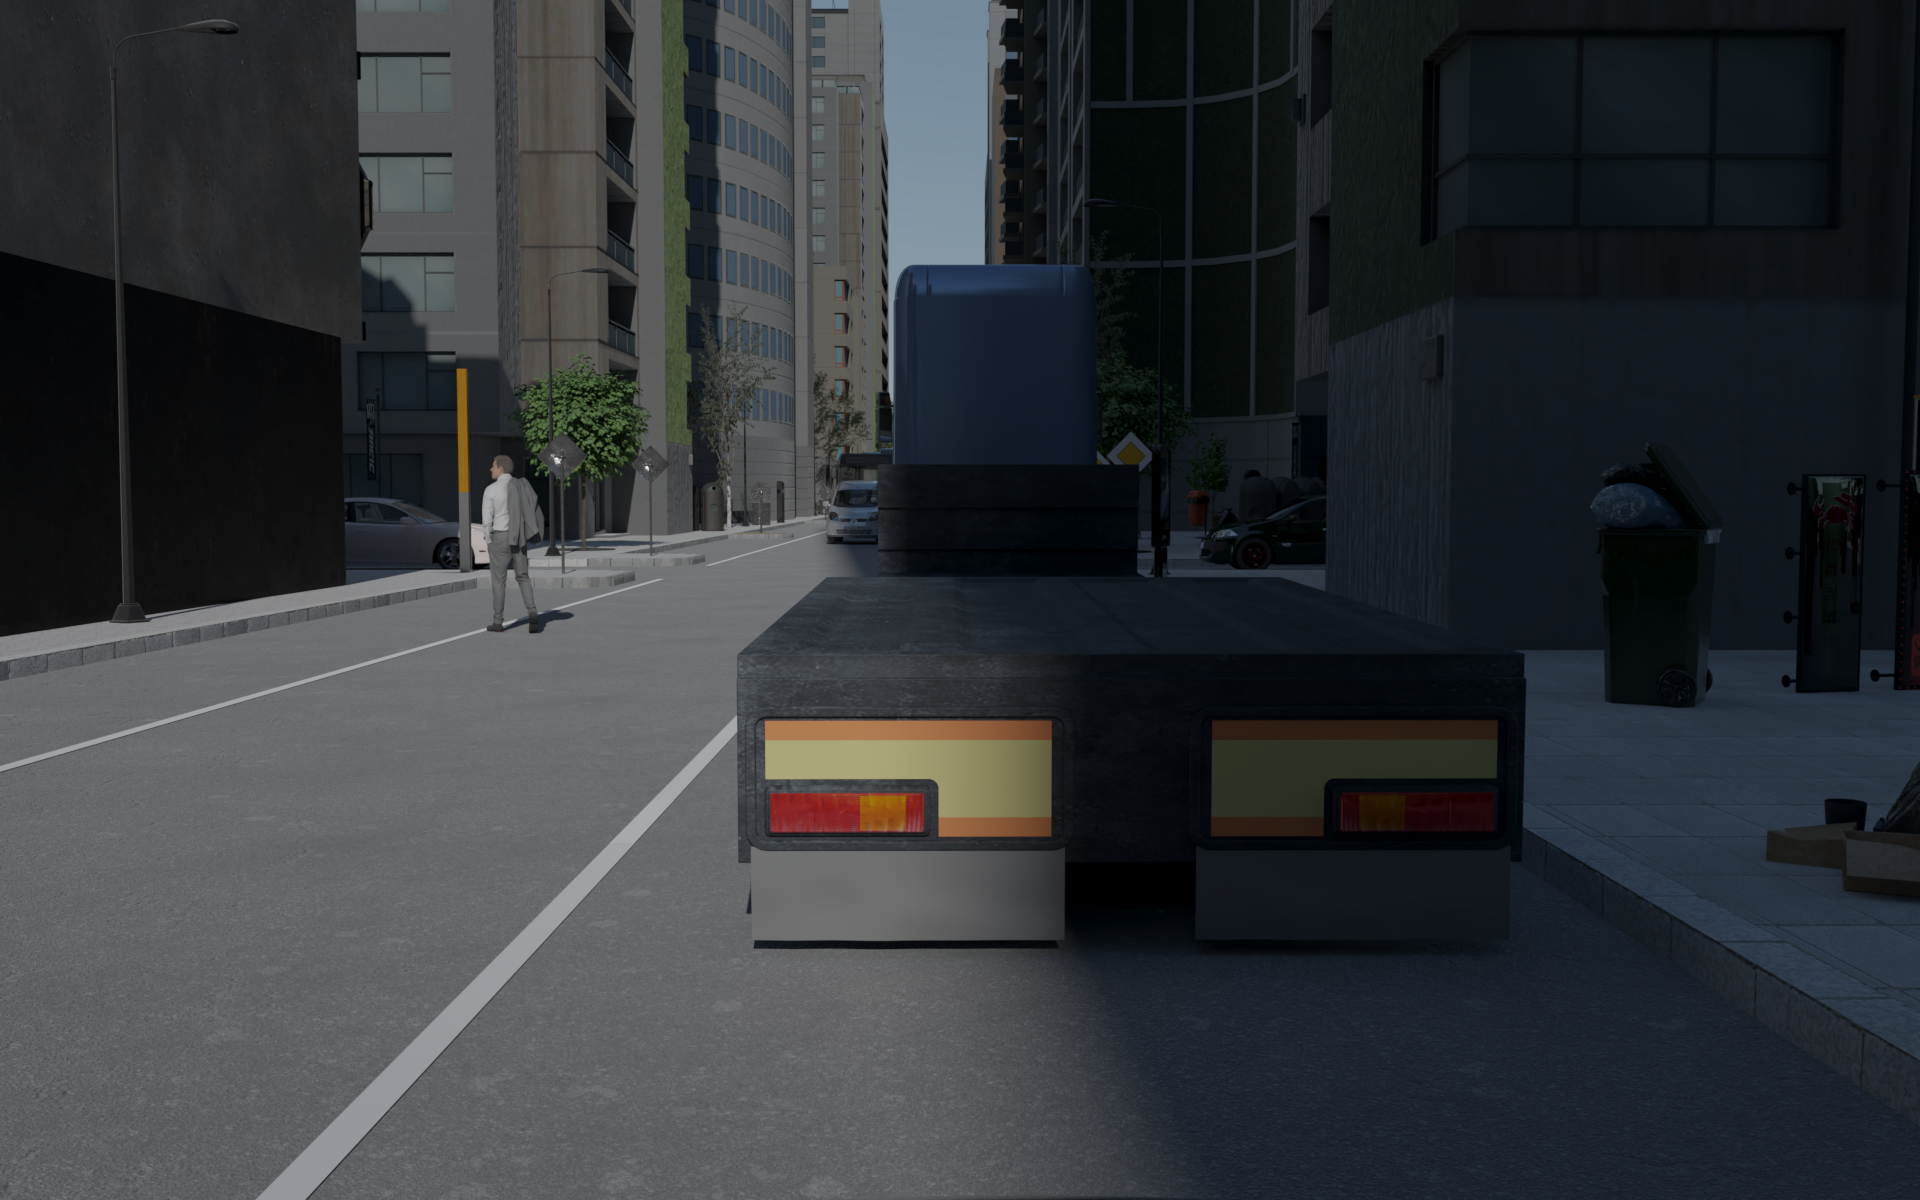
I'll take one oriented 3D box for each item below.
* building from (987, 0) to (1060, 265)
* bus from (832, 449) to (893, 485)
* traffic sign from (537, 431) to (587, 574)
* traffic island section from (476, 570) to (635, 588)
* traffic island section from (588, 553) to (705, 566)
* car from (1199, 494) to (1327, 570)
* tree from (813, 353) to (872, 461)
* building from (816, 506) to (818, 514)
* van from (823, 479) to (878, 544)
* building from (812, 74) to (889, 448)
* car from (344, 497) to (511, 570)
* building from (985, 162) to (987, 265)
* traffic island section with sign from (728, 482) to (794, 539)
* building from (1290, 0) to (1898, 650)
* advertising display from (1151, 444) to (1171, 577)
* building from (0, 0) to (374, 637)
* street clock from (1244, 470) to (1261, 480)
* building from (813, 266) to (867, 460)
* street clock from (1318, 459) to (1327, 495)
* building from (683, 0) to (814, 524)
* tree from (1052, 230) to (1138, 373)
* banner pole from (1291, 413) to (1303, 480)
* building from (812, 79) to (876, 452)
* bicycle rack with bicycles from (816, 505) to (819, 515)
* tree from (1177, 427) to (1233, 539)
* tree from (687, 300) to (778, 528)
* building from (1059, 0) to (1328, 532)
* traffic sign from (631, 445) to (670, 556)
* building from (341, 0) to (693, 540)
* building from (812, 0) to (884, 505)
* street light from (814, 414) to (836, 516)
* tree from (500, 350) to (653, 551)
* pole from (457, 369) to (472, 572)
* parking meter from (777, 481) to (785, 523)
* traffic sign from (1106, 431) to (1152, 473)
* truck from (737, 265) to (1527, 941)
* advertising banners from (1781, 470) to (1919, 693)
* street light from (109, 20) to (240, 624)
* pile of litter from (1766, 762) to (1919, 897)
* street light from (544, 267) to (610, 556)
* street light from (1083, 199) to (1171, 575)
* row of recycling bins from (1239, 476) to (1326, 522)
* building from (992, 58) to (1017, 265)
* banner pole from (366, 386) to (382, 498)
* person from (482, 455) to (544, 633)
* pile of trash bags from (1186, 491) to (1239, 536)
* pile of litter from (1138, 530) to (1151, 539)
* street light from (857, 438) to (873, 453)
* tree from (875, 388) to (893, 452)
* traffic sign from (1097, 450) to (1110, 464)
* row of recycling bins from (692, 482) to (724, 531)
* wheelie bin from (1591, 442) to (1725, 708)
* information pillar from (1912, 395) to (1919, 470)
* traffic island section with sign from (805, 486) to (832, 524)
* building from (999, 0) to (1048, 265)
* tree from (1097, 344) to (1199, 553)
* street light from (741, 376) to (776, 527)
[{"bbox_3d":[13.783,-40.770,208.594,21.231,58.520,28.212,0,3,0],"label":"building"},{"bbox_3d":[-3.285,-4.638,70.685,2.948,3.499,13.247,0,4,0],"label":"bus"},{"bbox_3d":[-6.364,-1.474,27.738,0.795,2.450,0.064,0,3,0],"label":"traffic sign"},{"bbox_3d":[-6.388,-0.338,27.799,2.009,0.180,2.903,0,3,0],"label":"traffic island section"},{"bbox_3d":[-6.401,-0.826,35.784,2.009,0.180,2.903,0,3,0],"label":"traffic island section"},{"bbox_3d":[6.567,-1.367,32.143,4.222,1.686,2.009,0,4,1],"label":"car"},{"bbox_3d":[-9.595,-10.538,106.710,8.767,10.594,7.601,0,4,-7],"label":"tree"},{"bbox_3d":[-18.899,-41.681,119.728,20.563,71.187,20.611,0,3,0],"label":"building"},{"bbox_3d":[-2.965,-2.675,50.745,2.013,2.044,4.112,0,4,1],"label":"van"},{"bbox_3d":[-19.480,-35.520,204.456,21.300,48.544,21.600,0,3,0],"label":"building"},{"bbox_3d":[-10.765,-1.236,32.575,4.827,1.381,2.083,0,4,-2],"label":"car"},{"bbox_3d":[14.133,-37.338,234.181,21.300,48.544,21.600,0,3,0],"label":"building"},{"bbox_3d":[-6.444,-2.916,56.309,1.989,1.847,2.006,0,3,0],"label":"traffic island section with sign"},{"bbox_3d":[11.015,-15.196,20.151,14.160,30.474,14.107,0,3,0],"label":"building"},{"bbox_3d":[2.656,-1.080,22.879,0.123,1.923,0.974,1,4,15],"label":"advertising display"},{"bbox_3d":[-16.958,-9.242,18.566,16.811,18.784,16.820,0,3,0],"label":"building"},{"bbox_3d":[8.709,-2.879,51.648,0.471,2.002,0.358,-1,4,-22],"label":"street clock"},{"bbox_3d":[-22.447,-18.404,145.947,27.650,21.520,28.899,0,3,0],"label":"building"},{"bbox_3d":[7.586,-1.903,35.681,0.358,2.002,0.471,-1,4,-22],"label":"street clock"},{"bbox_3d":[-18.946,-33.206,84.923,21.231,58.520,28.212,0,3,0],"label":"building"},{"bbox_3d":[3.111,-6.010,48.627,4.360,8.622,3.978,0,3,0],"label":"tree"},{"bbox_3d":[10.377,-3.874,53.354,0.401,3.779,0.863,2,4,35],"label":"banner pole"},{"bbox_3d":[-15.492,-29.554,166.809,14.154,41.232,14.086,0,3,0],"label":"building"},{"bbox_3d":[-9.522,-5.534,103.857,2.852,0.926,2.925,3,5,42],"label":"bicycle rack with bicycles"},{"bbox_3d":[7.365,-3.381,49.874,1.663,3.219,1.824,0,3,0],"label":"tree"},{"bbox_3d":[-8.908,-6.999,64.796,4.360,8.622,3.978,0,3,0],"label":"tree"},{"bbox_3d":[12.231,-38.171,62.346,20.563,71.187,20.611,0,3,0],"label":"building"},{"bbox_3d":[-6.378,-1.962,35.723,0.795,2.450,0.064,0,3,0],"label":"traffic sign"},{"bbox_3d":[-16.034,-22.436,50.416,14.154,41.232,14.086,0,3,0],"label":"building"},{"bbox_3d":[-19.325,-49.984,255.484,20.563,71.187,20.611,0,3,0],"label":"building"},{"bbox_3d":[-7.927,-7.845,100.802,1.470,5.913,1.316,0,3,0],"label":"street light"},{"bbox_3d":[-8.699,-3.412,39.506,4.285,4.588,4.351,0,3,0],"label":"tree"},{"bbox_3d":[-8.106,-2.109,28.324,0.158,3.312,0.155,0,3,0],"label":"pole"},{"bbox_3d":[-7.975,-4.360,77.004,0.255,1.863,0.399,1,4,13],"label":"parking meter"},{"bbox_3d":[2.730,-1.473,27.733,0.795,2.450,0.064,0,3,0],"label":"traffic sign"},{"bbox_3d":[0.457,-1.517,14.568,2.967,4.110,18.799,0,4,0],"label":"truck"},{"bbox_3d":[6.322,-0.923,11.281,2.074,3.025,0.090,-1,4,-13],"label":"advertising banners"},{"bbox_3d":[-7.764,-2.727,17.136,1.470,5.913,1.316,0,3,0],"label":"street light"},{"bbox_3d":[3.396,0.513,5.576,1.176,0.858,1.719,0,4,-7],"label":"pile of litter"},{"bbox_3d":[-7.867,-3.856,35.590,1.470,5.913,1.316,0,3,0],"label":"street light"},{"bbox_3d":[2.638,-3.358,27.439,1.470,5.913,1.316,0,3,0],"label":"street light"},{"bbox_3d":[7.848,-2.081,41.140,1.069,1.692,3.534,3,5,42],"label":"row of recycling bins"},{"bbox_3d":[10.315,-32.367,179.318,14.600,45.320,14.200,0,3,0],"label":"building"},{"bbox_3d":[-13.530,-3.060,40.051,0.401,3.779,0.863,0,4,7],"label":"banner pole"},{"bbox_3d":[-4.612,-0.568,17.882,0.679,1.850,0.850,-3,5,-43],"label":"person"},{"bbox_3d":[7.155,-2.135,44.663,3.447,1.369,1.912,-3,4,-38],"label":"pile of trash bags"},{"bbox_3d":[4.663,-2.160,49.289,1.719,0.858,1.176,1,4,14],"label":"pile of litter"},{"bbox_3d":[-7.999,-10.526,144.647,1.470,5.913,1.316,0,3,0],"label":"street light"},{"bbox_3d":[-9.314,-16.531,187.290,9.611,12.733,9.660,0,3,0],"label":"tree"},{"bbox_3d":[2.716,-1.962,35.718,0.795,2.450,0.064,0,3,0],"label":"traffic sign"},{"bbox_3d":[-9.920,-3.235,60.010,3.534,1.692,1.069,0,4,4],"label":"row of recycling bins"},{"bbox_3d":[4.285,-0.169,10.677,0.693,1.594,0.980,2,4,31],"label":"wheelie bin"},{"bbox_3d":[7.284,-0.511,12.852,0.304,2.012,0.304,-2,4,-23],"label":"information pillar"},{"bbox_3d":[-6.501,-4.629,84.309,1.989,1.847,2.006,0,3,0],"label":"traffic island section with sign"},{"bbox_3d":[14.069,-28.974,128.352,22.147,44.769,28.867,0,3,0],"label":"building"},{"bbox_3d":[3.552,-3.322,38.024,4.285,4.588,4.351,0,3,0],"label":"tree"},{"bbox_3d":[-7.949,-5.861,68.369,1.470,5.913,1.316,0,3,0],"label":"street light"}]
